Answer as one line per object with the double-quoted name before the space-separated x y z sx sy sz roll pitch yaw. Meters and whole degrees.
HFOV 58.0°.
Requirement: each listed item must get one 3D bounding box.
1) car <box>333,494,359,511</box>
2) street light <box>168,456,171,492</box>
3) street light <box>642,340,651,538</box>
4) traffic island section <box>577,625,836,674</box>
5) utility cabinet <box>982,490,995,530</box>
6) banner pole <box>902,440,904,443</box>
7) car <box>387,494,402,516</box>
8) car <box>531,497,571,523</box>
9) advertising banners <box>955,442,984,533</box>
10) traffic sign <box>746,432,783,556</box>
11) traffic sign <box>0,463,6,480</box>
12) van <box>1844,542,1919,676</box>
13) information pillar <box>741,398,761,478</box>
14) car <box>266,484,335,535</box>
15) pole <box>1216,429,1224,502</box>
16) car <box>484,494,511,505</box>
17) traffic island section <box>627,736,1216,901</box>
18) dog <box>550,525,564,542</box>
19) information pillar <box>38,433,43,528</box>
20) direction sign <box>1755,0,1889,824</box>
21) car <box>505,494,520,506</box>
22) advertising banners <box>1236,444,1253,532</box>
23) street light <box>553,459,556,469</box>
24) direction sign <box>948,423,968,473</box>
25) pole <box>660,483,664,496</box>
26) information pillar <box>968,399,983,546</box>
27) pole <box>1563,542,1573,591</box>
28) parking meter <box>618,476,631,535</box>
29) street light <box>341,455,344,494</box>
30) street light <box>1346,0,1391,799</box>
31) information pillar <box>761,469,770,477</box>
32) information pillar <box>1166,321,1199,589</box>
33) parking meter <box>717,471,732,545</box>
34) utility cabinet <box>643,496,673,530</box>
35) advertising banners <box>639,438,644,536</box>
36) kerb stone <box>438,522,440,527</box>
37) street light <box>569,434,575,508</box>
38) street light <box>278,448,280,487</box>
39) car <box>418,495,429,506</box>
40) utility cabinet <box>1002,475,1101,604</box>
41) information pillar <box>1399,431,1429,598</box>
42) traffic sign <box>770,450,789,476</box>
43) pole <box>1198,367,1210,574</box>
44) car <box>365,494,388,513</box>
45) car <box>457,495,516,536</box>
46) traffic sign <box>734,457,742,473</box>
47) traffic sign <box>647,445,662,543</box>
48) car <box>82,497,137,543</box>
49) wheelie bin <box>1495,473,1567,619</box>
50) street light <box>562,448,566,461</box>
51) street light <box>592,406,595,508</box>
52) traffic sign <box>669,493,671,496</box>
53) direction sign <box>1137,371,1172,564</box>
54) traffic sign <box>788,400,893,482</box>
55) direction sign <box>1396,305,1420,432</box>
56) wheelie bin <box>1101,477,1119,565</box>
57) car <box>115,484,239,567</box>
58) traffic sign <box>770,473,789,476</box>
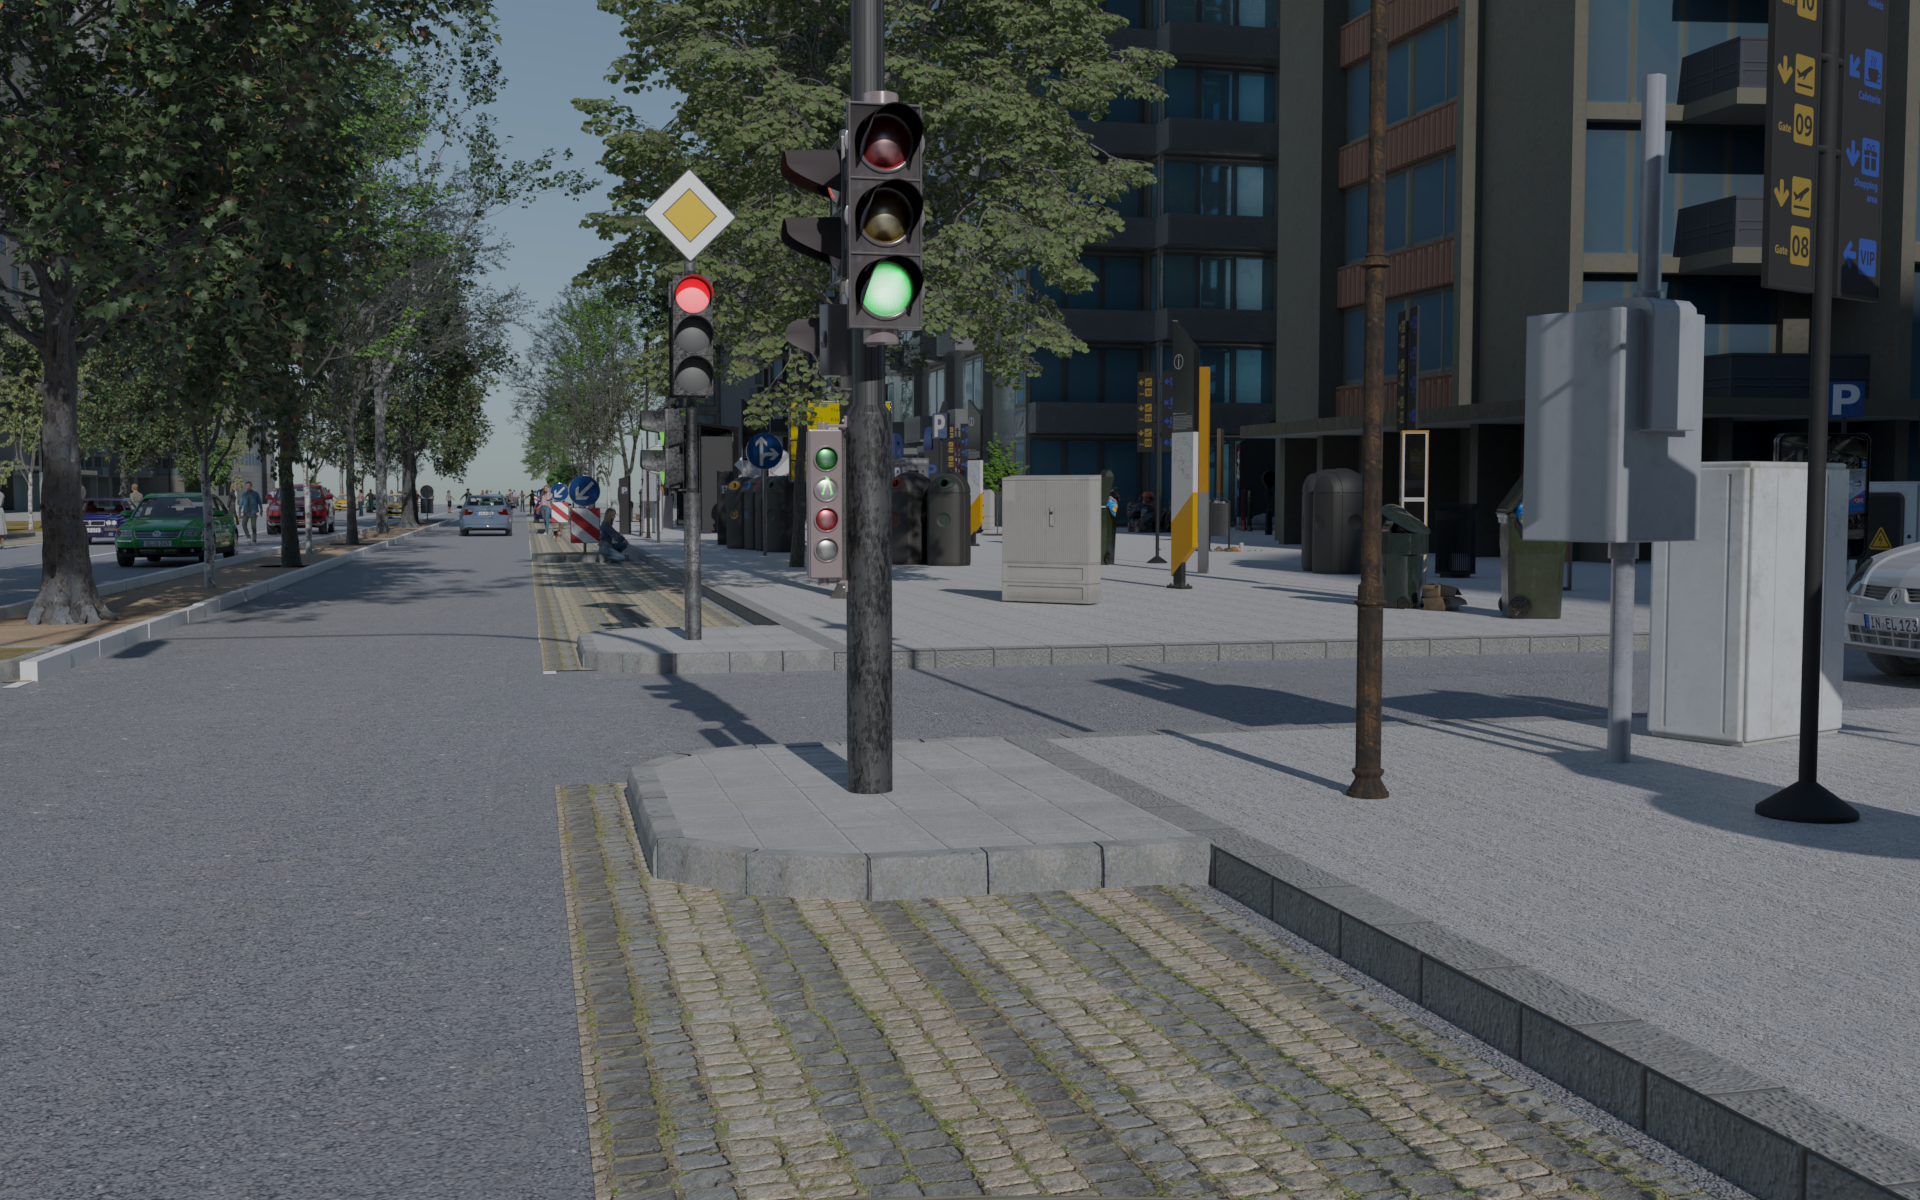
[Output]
"car" -52.360 -8.418 147.864 2.015 1.641 3.980 -1 4 -13
"street light" -38.902 -6.873 85.158 0.468 5.910 1.993 -1 4 -14
"street light" -9.030 -4.723 50.006 0.468 5.910 1.993 -1 4 -14
"traffic island section" -2.327 0.429 15.264 2.009 0.180 2.903 -1 4 -14
"utility cabinet" 0.690 -3.268 62.108 1.173 1.500 0.318 3 4 38
"banner pole" -2.709 -4.945 70.870 0.863 3.779 0.401 0 4 -6
"car" -32.962 -5.587 101.563 2.015 1.641 3.980 -1 4 -15
"car" -20.336 -4.503 86.207 1.945 1.354 3.894 -1 4 -13
"advertising banners" 0.274 -3.775 57.914 0.090 3.025 2.074 -2 4 -27
"traffic sign" -4.051 -2.191 35.936 0.768 2.556 0.104 0 4 -8
"traffic sign" -37.403 -4.102 67.174 0.768 2.556 0.104 -1 4 -12
"van" 8.883 -0.383 13.270 4.112 2.044 2.013 -1 4 -13
"information pillar" -5.140 -3.132 42.560 0.504 3.616 0.183 -2 4 -27
"car" -23.931 -3.319 62.941 2.281 1.827 5.304 -1 4 -16
"pole" 8.107 -3.678 53.979 0.158 3.312 0.155 0 3 0
"car" -29.045 -5.876 107.876 2.131 1.459 4.920 -1 4 -16
"traffic island section" -0.380 0.903 7.519 2.009 0.180 2.903 -1 4 -14
"dog" -12.096 -1.999 51.975 0.540 0.507 0.406 0 4 6
"information pillar" -34.996 -4.567 66.029 0.183 3.616 0.504 -3 5 -39
"direction sign" 3.379 -0.906 6.806 0.876 3.537 0.379 -3 4 -37
"car" -54.024 -12.024 208.381 2.131 1.459 4.920 -1 4 -16
"advertising banners" 9.805 -3.890 59.792 0.090 3.025 2.074 0 4 -6
"street light" -47.967 -14.196 204.894 0.468 5.910 1.993 -1 4 -14
"direction sign" -0.081 -3.891 55.616 0.876 3.537 0.379 0 4 2
"pole" -14.910 -5.681 86.723 0.158 3.312 0.155 0 3 0
"information pillar" 0.366 -3.135 42.610 0.183 3.616 0.504 -3 5 -41
"pole" 8.049 -1.781 22.960 0.158 3.312 0.155 0 3 0
"parking meter" -10.601 -2.997 54.713 0.399 1.863 0.255 0 4 -6
"street light" -59.115 -11.806 165.817 0.468 5.910 1.993 -1 4 -14
"street light" 1.733 -2.104 7.182 0.468 5.910 1.993 -1 4 -14
"information pillar" -5.457 -2.663 48.037 0.304 2.012 0.304 -2 4 -28
"information pillar" 3.016 -1.954 23.302 0.183 3.616 0.504 -2 4 -30
"parking meter" -5.920 -2.321 43.661 0.399 1.863 0.255 -1 4 -11
"utility cabinet" -10.851 -3.127 62.291 1.020 1.237 0.306 -1 4 -22
"advertising banners" -9.815 -3.497 53.370 0.090 3.025 2.074 0 4 -8
"kerb stone" -22.239 -3.130 73.377 0.120 0.150 1.000 -1 4 -14
"street light" -27.859 -9.286 124.614 0.468 5.910 1.993 -1 4 -14
"street light" -48.343 -9.186 122.981 0.468 5.910 1.993 -1 4 -14
"car" -58.789 -10.830 189.432 2.083 1.381 4.827 -1 4 -13
"utility cabinet" 1.059 -0.709 20.274 1.173 1.500 0.318 2 4 33
"information pillar" 5.285 -0.961 20.200 0.304 2.012 0.304 1 4 11
"traffic sign" -5.187 -3.044 49.868 0.768 2.556 0.104 -1 4 -10
"pole" 3.928 -2.082 27.880 0.158 3.312 0.155 0 3 0
"car" -45.017 -7.498 134.392 2.131 1.459 4.920 -1 4 -14
"car" -16.432 -2.941 60.085 2.014 1.417 4.499 -1 4 -14
"traffic sign" -5.445 -2.668 44.807 0.795 2.450 0.064 -1 4 -9
"traffic sign" -7.889 -2.761 45.246 0.768 2.556 0.104 -1 4 -13
"car" -24.701 -2.286 49.955 1.945 1.354 3.894 -1 4 -16
"wheelie bin" 5.965 -0.618 18.014 0.693 1.594 0.980 0 4 8
"street light" -37.171 -11.601 162.470 0.468 5.910 1.993 -1 4 -14
"street light" -18.565 -7.035 87.807 0.468 5.910 1.993 -1 4 -14
"traffic sign" -15.080 -5.501 90.040 0.768 2.556 0.104 -1 4 -9
"direction sign" 3.660 -2.449 32.031 0.876 3.537 0.379 3 4 36
"traffic sign" -2.596 -2.682 37.717 2.265 3.308 0.079 -1 4 -11
"direction sign" 5.492 -1.792 21.296 0.379 3.537 0.876 0 4 -1
"wheelie bin" 2.462 -1.444 31.513 0.980 1.594 0.693 2 4 26
"car" -16.122 -1.649 35.761 1.959 1.807 4.718 -1 4 -14
"traffic sign" -6.029 -3.482 56.936 0.884 2.594 0.081 -1 4 -11
